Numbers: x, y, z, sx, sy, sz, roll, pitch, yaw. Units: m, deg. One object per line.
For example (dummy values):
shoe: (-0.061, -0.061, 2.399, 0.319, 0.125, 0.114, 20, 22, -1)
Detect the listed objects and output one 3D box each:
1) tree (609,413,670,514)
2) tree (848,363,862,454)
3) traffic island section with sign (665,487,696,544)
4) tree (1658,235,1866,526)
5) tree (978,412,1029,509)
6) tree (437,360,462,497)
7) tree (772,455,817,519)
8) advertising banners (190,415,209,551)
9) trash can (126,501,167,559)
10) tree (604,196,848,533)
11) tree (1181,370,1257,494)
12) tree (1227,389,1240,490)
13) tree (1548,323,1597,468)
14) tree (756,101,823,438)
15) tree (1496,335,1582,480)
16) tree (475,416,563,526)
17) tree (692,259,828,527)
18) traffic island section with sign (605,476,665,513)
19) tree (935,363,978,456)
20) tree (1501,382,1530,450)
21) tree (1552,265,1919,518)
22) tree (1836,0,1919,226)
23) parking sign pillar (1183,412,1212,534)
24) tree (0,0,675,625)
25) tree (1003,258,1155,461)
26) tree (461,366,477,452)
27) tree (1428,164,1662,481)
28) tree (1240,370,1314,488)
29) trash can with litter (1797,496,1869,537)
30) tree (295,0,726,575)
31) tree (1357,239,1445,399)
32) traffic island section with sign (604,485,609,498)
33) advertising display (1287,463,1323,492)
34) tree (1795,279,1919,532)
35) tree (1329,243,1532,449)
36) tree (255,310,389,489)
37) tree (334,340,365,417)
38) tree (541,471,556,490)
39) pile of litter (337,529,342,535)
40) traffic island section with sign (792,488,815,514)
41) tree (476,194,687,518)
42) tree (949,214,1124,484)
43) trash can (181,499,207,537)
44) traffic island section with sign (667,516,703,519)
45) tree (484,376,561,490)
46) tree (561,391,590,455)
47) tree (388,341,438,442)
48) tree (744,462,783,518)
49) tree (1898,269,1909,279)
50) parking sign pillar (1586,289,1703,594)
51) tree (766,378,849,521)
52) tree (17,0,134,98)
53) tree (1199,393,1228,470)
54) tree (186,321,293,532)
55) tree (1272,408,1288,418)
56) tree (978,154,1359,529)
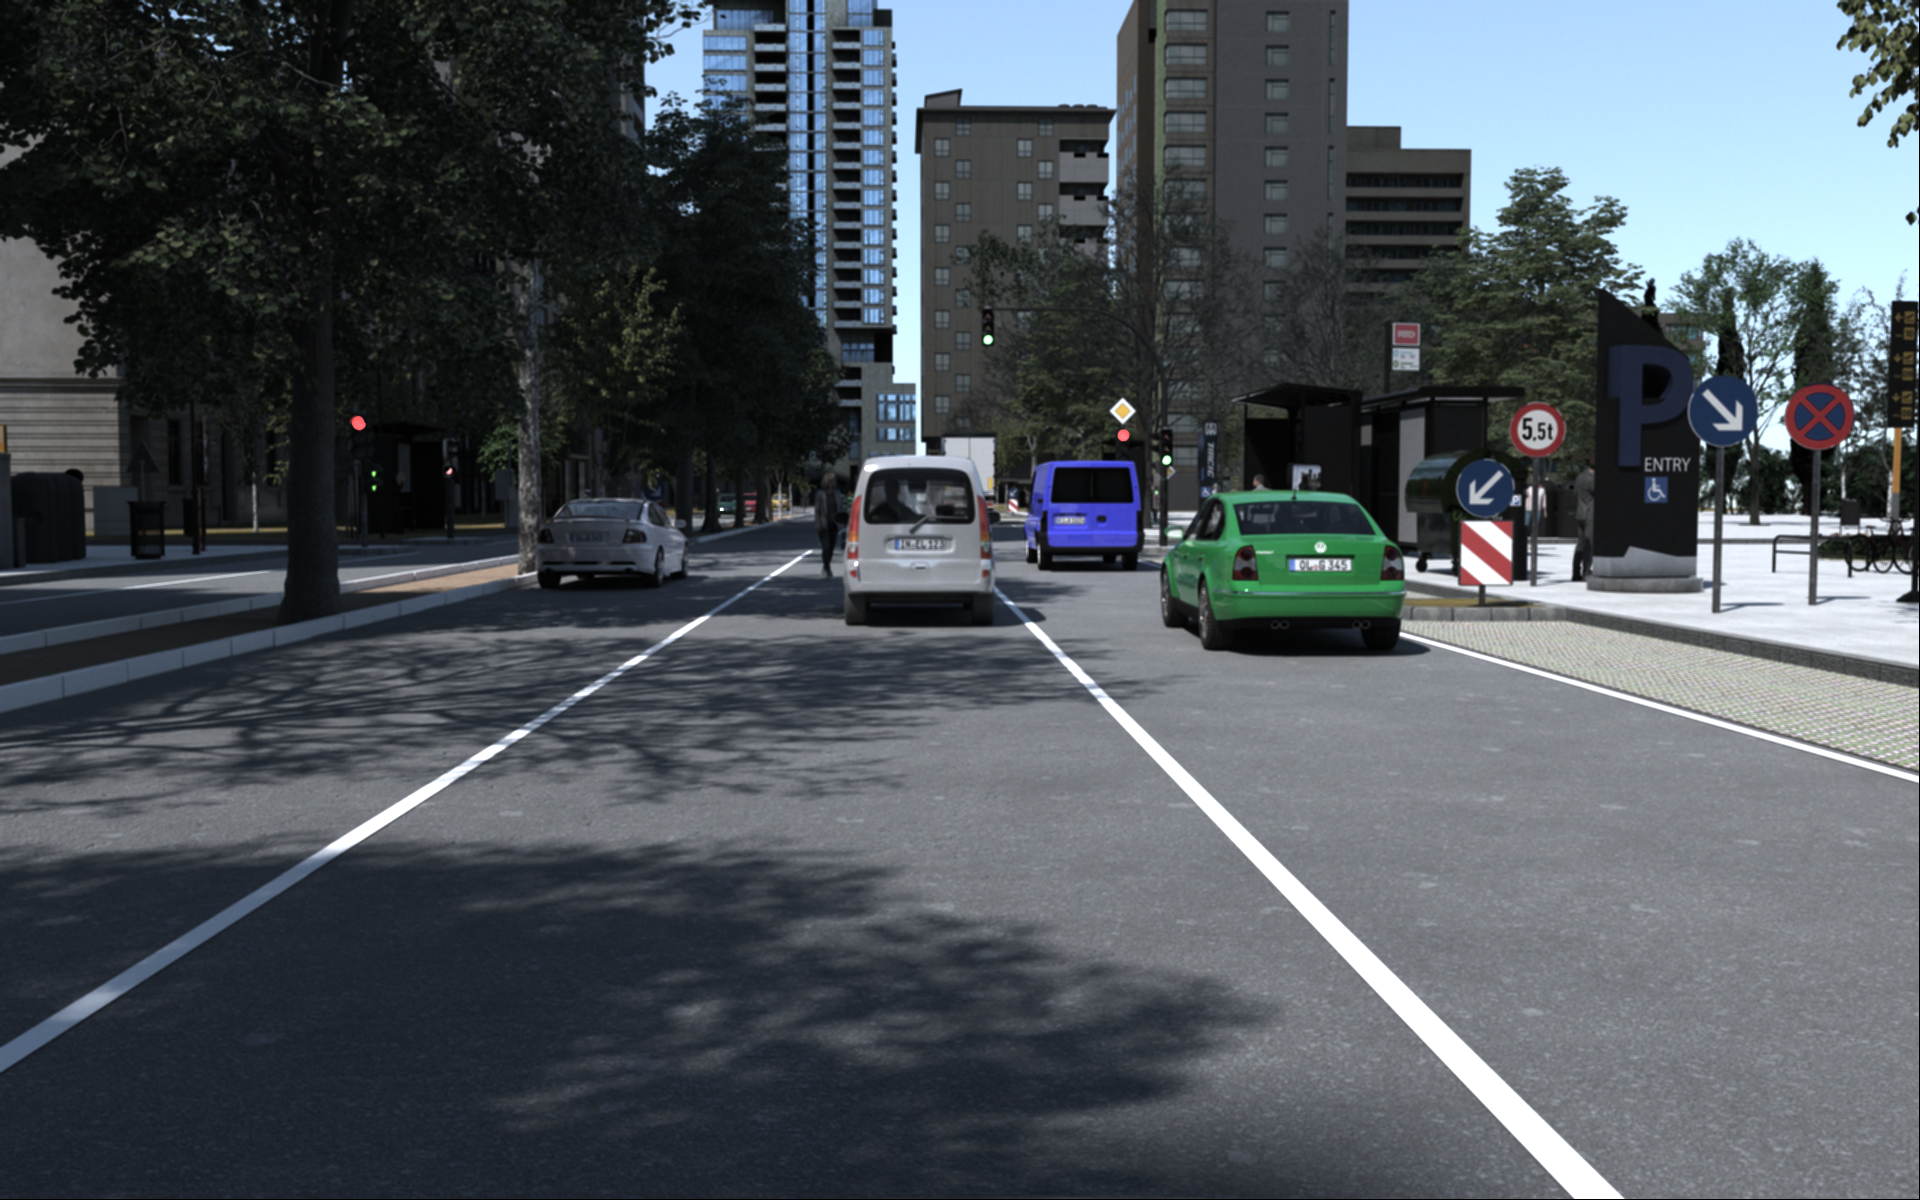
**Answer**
tree: (-19.361, -11.417, 112.422, 9.928, 11.665, 9.643, 0, 3, 0)
tree: (-9.586, -9.998, 82.930, 9.611, 12.733, 9.660, 0, 3, 0)
traffic island section with sign: (-8.681, -2.545, 49.747, 2.006, 1.907, 1.989, 0, 4, -2)
tree: (32.385, -8.861, 70.640, 9.928, 11.665, 9.643, 0, 3, 0)
tree: (3.243, -12.783, 159.359, 4.737, 8.622, 4.395, 0, 3, 0)
tree: (-26.233, -8.097, 82.746, 4.737, 8.622, 4.395, 0, 3, 0)
tree: (-10.663, -9.574, 109.351, 4.737, 8.622, 4.395, 0, 3, 0)
advertising banners: (-17.151, -2.624, 39.089, 0.090, 3.025, 2.074, -2, 4, -33)
trash can: (-16.022, -1.376, 34.146, 0.748, 1.137, 0.748, 0, 3, 0)
tree: (-9.243, -8.847, 64.111, 9.611, 12.733, 9.660, 0, 3, 0)
tree: (14.212, -8.815, 94.487, 4.360, 8.622, 3.978, 0, 3, 0)
tree: (19.635, -9.765, 110.015, 4.737, 8.622, 4.395, 0, 3, 0)
tree: (25.506, -7.286, 69.486, 4.360, 8.622, 3.978, 0, 3, 0)
tree: (-8.654, -8.844, 53.716, 9.857, 13.997, 8.962, 0, 3, 0)
tree: (26.357, -7.814, 78.125, 4.737, 8.622, 4.395, 0, 3, 0)
tree: (-17.999, -5.310, 70.528, 4.285, 4.588, 4.351, 0, 3, 0)
tree: (-9.584, -9.401, 74.297, 7.486, 12.596, 7.792, 0, 3, 0)
traffic island section with sign: (-8.440, -2.092, 42.344, 2.006, 1.907, 1.989, 0, 4, -2)
tree: (5.469, -11.317, 95.408, 12.009, 13.543, 11.850, 0, 3, 0)
tree: (31.095, -9.145, 99.875, 4.360, 8.622, 3.978, 0, 3, 0)
tree: (47.153, -12.652, 108.680, 18.604, 14.587, 13.155, 0, 4, -2)
tree: (8.906, -3.906, 14.233, 4.737, 8.622, 4.395, 0, 3, 0)
parking sign pillar: (7.966, -4.141, 56.174, 1.447, 3.967, 1.447, 0, 4, 6)
tree: (-7.182, -6.709, 18.800, 9.857, 13.997, 8.962, 0, 3, 0)
tree: (5.974, -10.131, 83.765, 7.486, 12.596, 7.792, 0, 3, 0)
tree: (-19.642, -7.884, 79.263, 4.737, 8.622, 4.395, 0, 3, 0)
tree: (20.327, -8.715, 60.621, 7.486, 12.596, 7.792, 0, 3, 0)
tree: (19.637, -9.211, 100.957, 4.737, 8.622, 4.395, 0, 3, 0)
trash can with litter: (26.251, -2.494, 51.842, 2.233, 1.210, 1.678, 3, 5, 41)
tree: (-8.789, -10.538, 30.651, 12.611, 20.169, 13.585, 0, 3, 0)
tree: (17.022, -10.239, 77.781, 12.009, 13.543, 11.850, 0, 3, 0)
traffic island section with sign: (-15.209, -4.038, 74.642, 1.989, 1.847, 2.006, 0, 4, -2)
advertising display: (7.124, -1.871, 35.812, 0.974, 1.923, 0.123, -3, 4, -38)
tree: (32.108, -6.854, 62.429, 4.360, 8.622, 3.978, 0, 3, 0)
tree: (25.035, -11.182, 89.476, 9.857, 13.997, 8.962, 0, 3, 0)
tree: (-24.055, -6.932, 63.695, 4.737, 8.622, 4.395, 0, 3, 0)
tree: (-25.986, -7.256, 68.992, 4.360, 8.622, 3.978, 0, 3, 0)
tree: (-18.406, -4.886, 74.486, 1.663, 3.219, 1.824, 0, 3, 0)
pile of litter: (-20.097, -2.488, 54.640, 1.176, 0.858, 1.719, 0, 4, -2)
traffic island section with sign: (-11.236, -7.138, 124.842, 2.006, 1.907, 1.989, 0, 4, -2)
tree: (-8.257, -5.319, 39.783, 4.737, 8.622, 4.395, 0, 3, 0)
tree: (6.258, -15.847, 114.987, 12.611, 20.169, 13.585, 0, 3, 0)
trash can: (-23.025, -2.472, 52.075, 0.748, 1.137, 0.748, 0, 3, 0)
traffic island section with sign: (-16.125, -5.685, 101.582, 1.989, 1.847, 2.006, 0, 4, -2)
tree: (-26.123, -9.295, 102.342, 4.360, 8.622, 3.978, 0, 3, 0)
tree: (-26.940, -10.247, 117.907, 4.360, 8.622, 3.978, 0, 3, 0)
tree: (-25.438, -7.595, 74.542, 4.737, 8.622, 4.395, 0, 3, 0)
tree: (-10.917, -9.279, 104.534, 4.360, 8.622, 3.978, 0, 3, 0)
tree: (31.278, -6.565, 57.702, 4.360, 8.622, 3.978, 0, 3, 0)
parking sign pillar: (9.095, -2.106, 22.910, 1.447, 3.967, 1.447, -1, 4, -13)
tree: (-10.011, -9.468, 91.676, 8.767, 10.594, 7.601, 0, 4, -2)
tree: (-7.090, -5.779, 7.320, 12.009, 13.543, 11.850, 0, 3, 0)
tree: (18.716, -10.350, 119.589, 4.737, 8.622, 4.395, 0, 3, 0)
tree: (-23.921, -6.582, 57.974, 4.360, 8.622, 3.978, 0, 3, 0)
tree: (23.411, -10.632, 124.197, 4.360, 8.622, 3.978, 0, 3, 0)
tree: (6.946, -9.351, 63.262, 12.009, 13.543, 11.850, 0, 3, 0)
